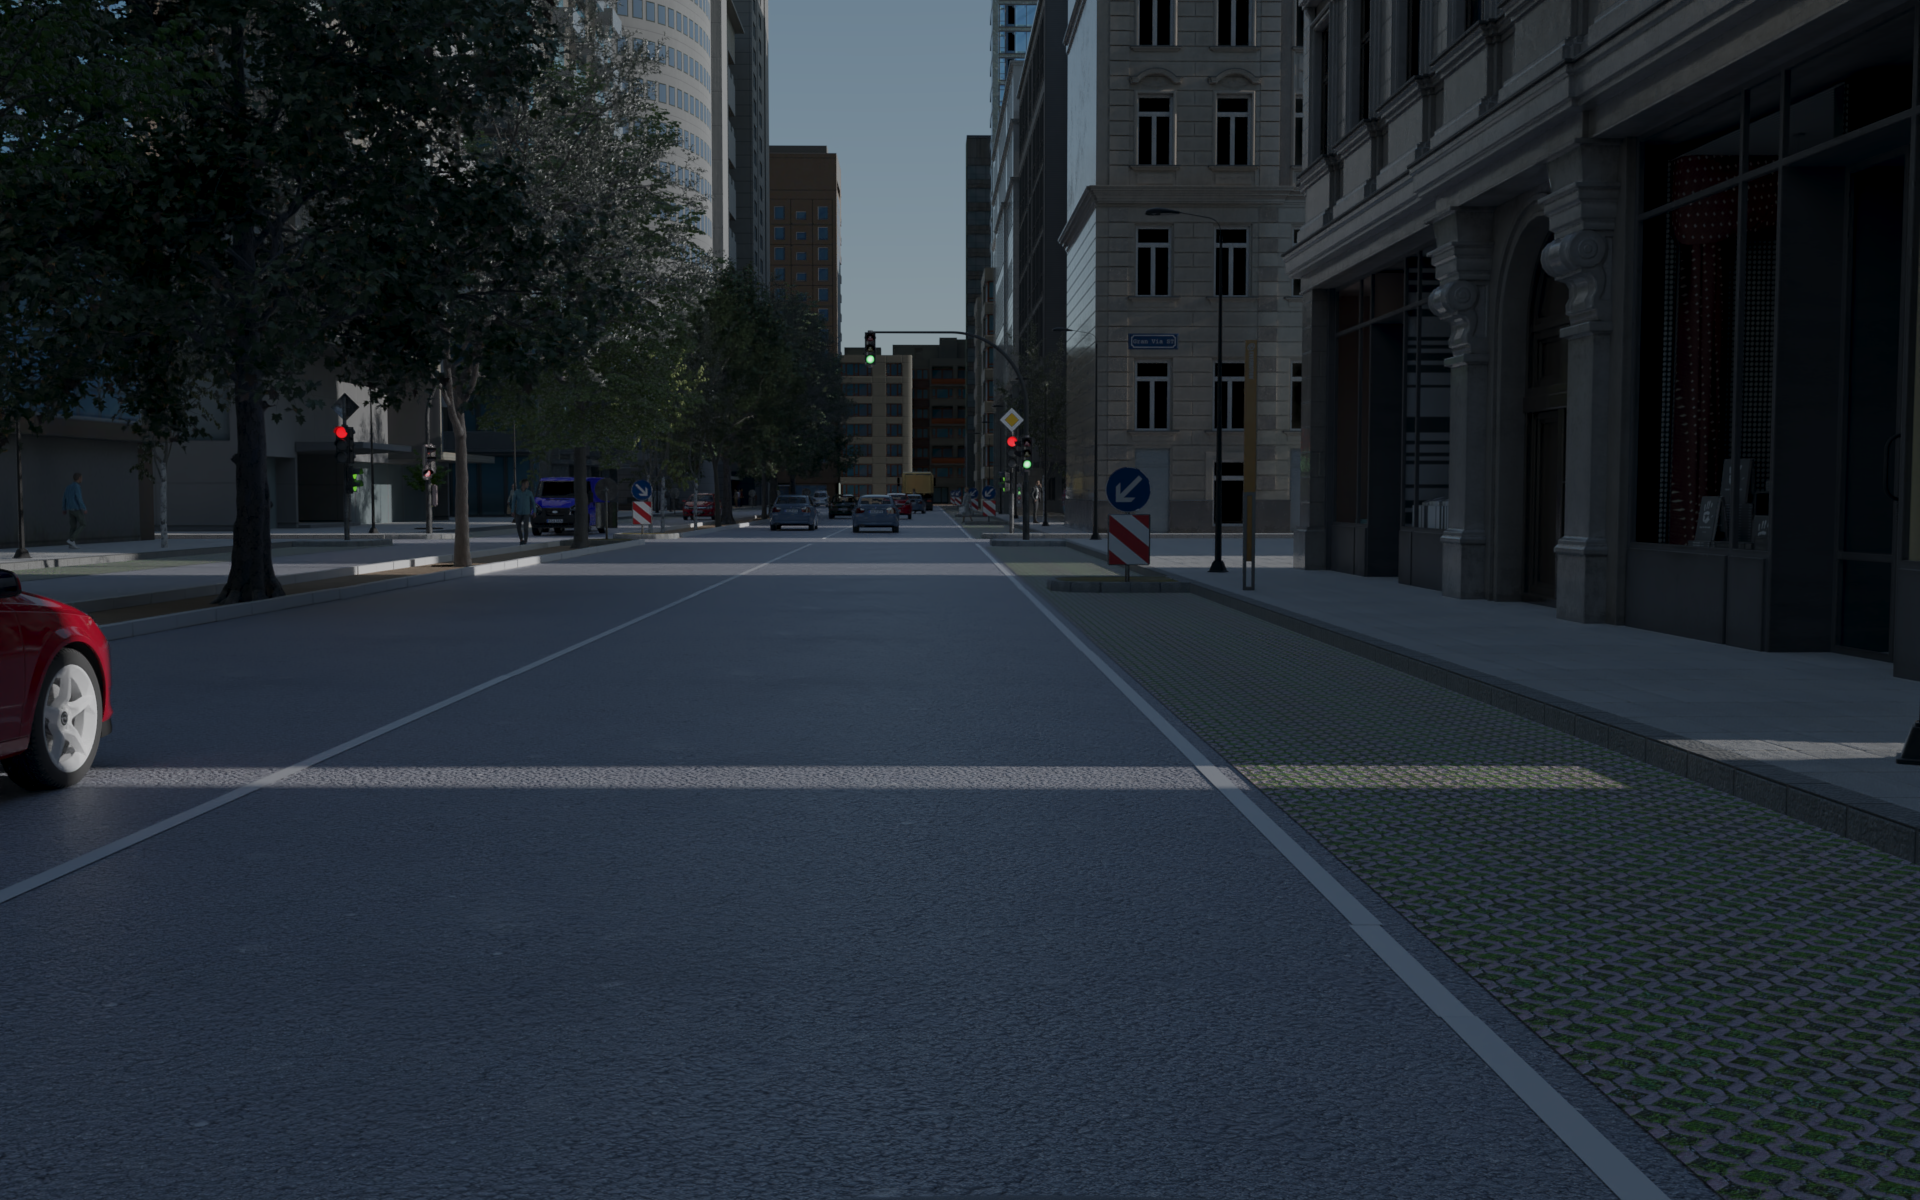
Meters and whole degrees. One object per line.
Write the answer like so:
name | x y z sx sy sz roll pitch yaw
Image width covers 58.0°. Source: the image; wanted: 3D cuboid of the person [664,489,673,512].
person | -20.684 -7.129 122.563 0.822 1.834 0.622 -1 4 -12

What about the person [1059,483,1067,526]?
person | 4.385 -3.897 70.604 0.643 1.720 0.563 2 4 35

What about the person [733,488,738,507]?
person | -21.519 -9.791 166.135 0.705 1.824 1.348 -2 4 -24

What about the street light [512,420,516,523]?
street light | -19.139 -6.359 76.509 1.470 5.913 1.316 0 4 -1

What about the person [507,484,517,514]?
person | -20.825 -4.553 80.967 0.782 1.767 0.515 1 4 16

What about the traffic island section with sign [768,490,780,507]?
traffic island section with sign | -19.469 -10.789 185.019 1.989 1.847 2.006 0 4 -1

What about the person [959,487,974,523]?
person | 0.334 -4.613 84.282 0.694 1.780 0.624 -3 4 -38

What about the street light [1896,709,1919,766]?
street light | 4.096 -2.175 8.097 1.470 5.913 1.316 0 4 -1

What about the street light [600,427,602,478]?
street light | -19.508 -7.595 96.720 1.470 5.913 1.316 0 4 -1

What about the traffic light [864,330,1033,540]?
traffic light | -0.264 -4.501 48.266 4.771 5.953 1.251 0 4 -1

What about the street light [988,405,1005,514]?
street light | 2.376 -7.198 90.228 1.470 5.913 1.316 0 4 -1

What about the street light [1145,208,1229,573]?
street light | 3.698 -3.408 28.269 1.470 5.913 1.316 0 4 -1

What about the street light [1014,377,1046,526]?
street light | 2.872 -5.890 68.846 1.470 5.913 1.316 0 4 -1

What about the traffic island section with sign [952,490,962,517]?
traffic island section with sign | 0.697 -6.083 108.091 1.989 1.847 2.006 0 4 -1

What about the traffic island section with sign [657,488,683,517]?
traffic island section with sign | -17.954 -6.138 108.984 1.989 1.847 2.006 0 4 -1

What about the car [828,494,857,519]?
car | -6.741 -5.577 100.969 2.009 1.686 4.222 0 4 -1

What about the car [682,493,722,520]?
car | -14.354 -5.355 96.600 2.155 1.783 4.494 0 4 -1

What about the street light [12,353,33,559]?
street light | -18.157 -3.781 34.355 1.470 5.913 1.316 0 4 -1

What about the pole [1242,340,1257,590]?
pole | 3.853 -1.786 23.038 0.158 3.312 0.155 0 3 0

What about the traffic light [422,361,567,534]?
traffic light | -15.101 -4.982 56.120 4.771 5.953 1.251 0 4 -1

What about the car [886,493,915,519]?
car | -3.669 -5.560 99.941 2.155 1.783 4.494 0 4 -1

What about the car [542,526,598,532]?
car | -14.849 -3.317 66.591 2.083 1.381 4.827 0 4 -1

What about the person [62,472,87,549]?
person | -20.615 -2.074 40.292 0.601 1.785 0.444 3 4 37

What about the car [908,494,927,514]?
car | -3.422 -7.044 127.175 2.014 1.417 4.499 0 4 1

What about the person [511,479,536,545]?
person | -11.661 -2.326 46.391 0.638 1.841 0.748 0 4 -1

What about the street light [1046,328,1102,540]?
street light | 3.269 -4.644 48.464 1.470 5.913 1.316 0 4 -1

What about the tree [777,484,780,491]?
tree | -22.301 -13.113 208.996 1.663 3.219 1.824 0 3 0

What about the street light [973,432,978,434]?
street light | 1.676 -9.668 130.605 1.470 5.913 1.316 0 4 -1

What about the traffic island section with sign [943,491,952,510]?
traffic island section with sign | -0.310 -9.153 158.281 1.989 1.847 2.006 0 4 -1

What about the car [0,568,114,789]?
car | -5.206 0.116 7.138 2.155 1.783 4.494 0 4 -1

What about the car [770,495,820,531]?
car | -6.607 -3.490 69.064 2.014 1.417 4.499 0 4 -2

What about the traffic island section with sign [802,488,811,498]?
traffic island section with sign | -11.669 -7.521 131.096 2.006 1.907 1.989 0 4 -1

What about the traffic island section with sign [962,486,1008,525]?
traffic island section with sign | 1.225 -4.435 81.141 1.989 1.847 2.006 0 4 -1

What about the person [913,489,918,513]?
person | -3.414 -7.464 130.442 0.656 1.842 0.836 1 4 19

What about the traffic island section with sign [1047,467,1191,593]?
traffic island section with sign | 2.322 -1.057 25.914 1.989 1.847 2.006 0 4 -1

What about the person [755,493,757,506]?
person | -21.782 -10.719 184.553 0.557 1.426 1.065 0 4 5

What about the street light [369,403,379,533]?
street light | -18.594 -5.125 56.337 1.470 5.913 1.316 0 4 -1

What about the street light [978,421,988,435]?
street light | 2.054 -8.432 110.401 1.470 5.913 1.316 0 4 -1

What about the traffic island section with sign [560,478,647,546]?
traffic island section with sign | -10.030 -2.473 48.567 2.006 1.907 1.989 0 4 -1

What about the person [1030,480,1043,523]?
person | 3.398 -4.321 76.050 0.474 1.900 0.648 2 4 24

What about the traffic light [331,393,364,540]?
traffic light | -17.032 -3.617 48.060 0.839 4.253 0.868 0 4 -1

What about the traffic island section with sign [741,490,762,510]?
traffic island section with sign | -18.931 -9.140 158.070 1.989 1.847 2.006 0 4 -1

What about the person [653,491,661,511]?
person | -22.797 -7.578 130.145 0.606 1.804 0.583 -2 4 -30

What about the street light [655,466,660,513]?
street light | -19.922 -8.829 116.891 1.470 5.913 1.316 0 4 -1

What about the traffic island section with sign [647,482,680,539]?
traffic island section with sign | -10.168 -2.926 55.973 2.006 1.907 1.989 0 4 -1

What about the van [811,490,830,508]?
van | -14.990 -10.952 186.072 2.013 2.044 4.112 0 4 -2

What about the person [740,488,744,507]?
person | -21.194 -9.909 168.011 0.705 1.831 1.348 0 4 3

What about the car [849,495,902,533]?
car | -3.193 -3.276 65.570 2.014 1.417 4.499 0 4 -3

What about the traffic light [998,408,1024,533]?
traffic light | 1.667 -4.129 56.432 0.839 4.253 0.868 0 4 -1

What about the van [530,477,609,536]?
van | -13.810 -3.490 61.445 2.240 2.365 5.245 0 4 -1

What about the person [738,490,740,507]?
person | -21.836 -10.067 171.580 0.436 1.711 0.756 3 5 40
